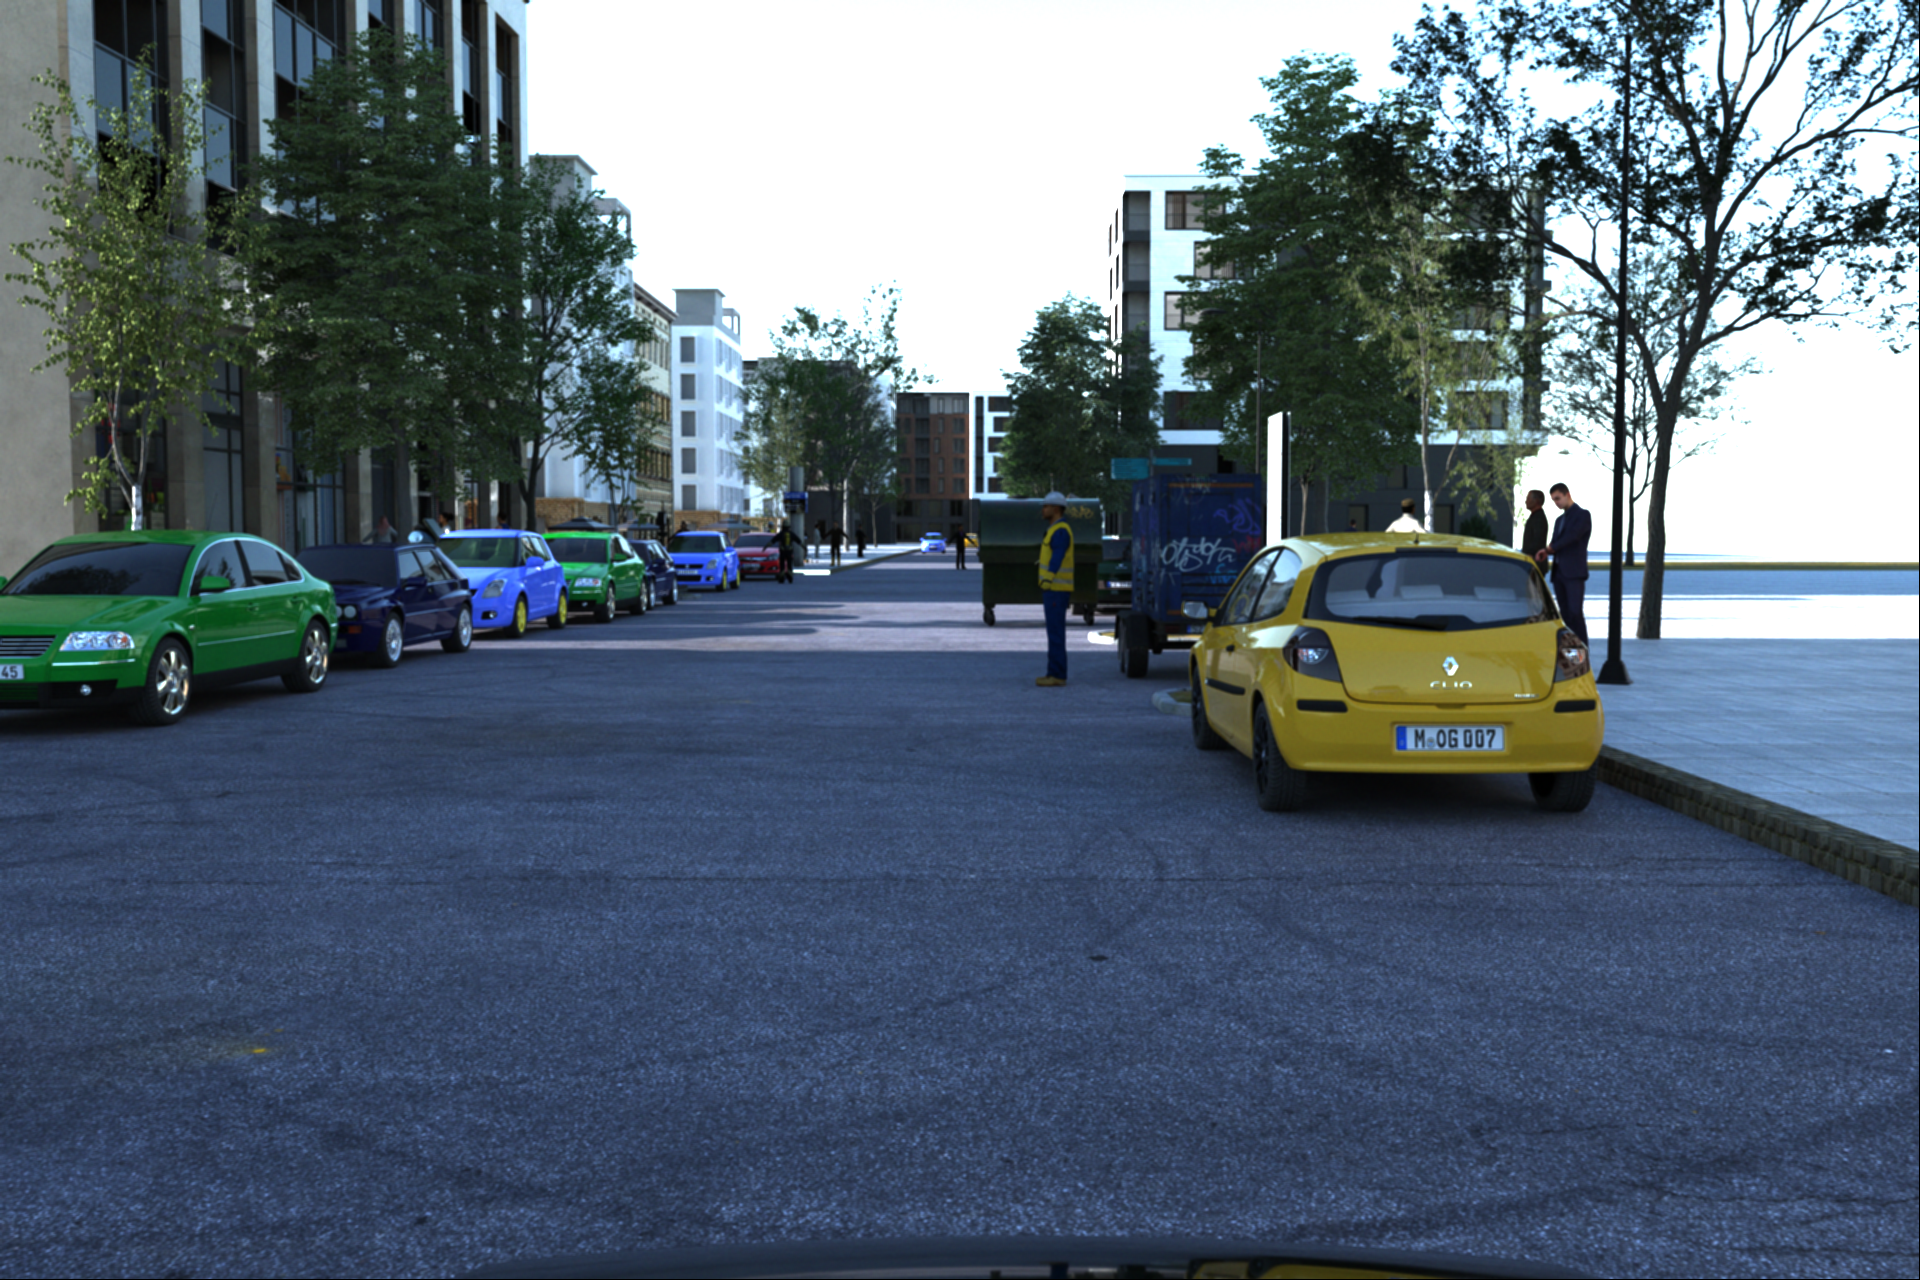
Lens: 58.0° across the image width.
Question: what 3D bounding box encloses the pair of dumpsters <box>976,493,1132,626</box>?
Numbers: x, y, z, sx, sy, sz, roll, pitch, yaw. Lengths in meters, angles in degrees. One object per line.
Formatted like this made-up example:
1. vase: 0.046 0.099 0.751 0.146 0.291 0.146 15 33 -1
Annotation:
1. pair of dumpsters: 2.476 -1.378 27.475 4.436 2.255 1.574 0 4 0

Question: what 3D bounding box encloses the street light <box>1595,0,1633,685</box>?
1. street light: 6.167 -2.579 14.711 1.470 5.913 1.316 0 4 1

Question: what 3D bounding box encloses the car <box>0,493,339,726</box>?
1. car: -6.735 -0.339 14.345 1.959 1.807 4.718 0 4 1

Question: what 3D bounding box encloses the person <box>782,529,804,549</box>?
1. person: -5.806 -2.985 57.383 1.348 1.813 0.705 0 4 4

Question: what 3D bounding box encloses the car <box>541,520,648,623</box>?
1. car: -6.485 -1.255 29.310 1.959 1.807 4.718 0 4 0

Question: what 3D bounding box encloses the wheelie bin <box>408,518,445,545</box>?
1. wheelie bin: -10.609 -1.634 34.628 0.693 1.594 0.980 0 4 0

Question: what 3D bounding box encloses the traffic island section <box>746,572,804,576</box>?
1. traffic island section: -6.475 -2.298 60.438 1.991 0.108 1.994 0 4 1

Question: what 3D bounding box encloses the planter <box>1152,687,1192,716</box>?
1. planter: 2.618 0.417 14.321 1.991 0.319 1.994 0 4 1

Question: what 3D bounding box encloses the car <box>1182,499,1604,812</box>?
1. car: 2.402 -0.009 10.364 2.015 1.641 3.980 0 4 0

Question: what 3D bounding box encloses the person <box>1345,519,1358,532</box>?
1. person: 11.277 -2.621 49.814 0.530 1.710 0.541 -1 4 -20

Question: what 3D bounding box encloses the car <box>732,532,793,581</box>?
1. car: -6.321 -2.790 54.657 2.155 1.783 4.494 0 4 0

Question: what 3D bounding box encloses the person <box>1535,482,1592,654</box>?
1. person: 5.626 -0.593 16.191 0.568 1.767 0.683 -1 4 -15

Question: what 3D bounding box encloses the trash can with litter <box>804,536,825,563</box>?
1. trash can with litter: -6.861 -4.102 78.122 1.678 1.210 2.233 0 4 2

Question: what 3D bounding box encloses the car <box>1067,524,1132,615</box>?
1. car: 2.813 -1.364 32.081 2.009 1.686 4.222 0 3 0

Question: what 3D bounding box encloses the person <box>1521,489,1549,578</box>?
1. person: 6.727 -0.868 20.364 0.705 1.807 1.348 1 4 17

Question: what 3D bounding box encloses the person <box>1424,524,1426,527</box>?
1. person: 11.923 -2.361 45.455 0.742 1.727 0.445 2 4 23

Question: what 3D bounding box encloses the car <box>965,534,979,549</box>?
1. car: 0.985 -9.248 161.432 2.015 1.641 3.980 0 4 0

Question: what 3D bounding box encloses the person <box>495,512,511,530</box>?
1. person: -10.870 -2.133 41.040 0.704 1.807 1.345 1 4 22

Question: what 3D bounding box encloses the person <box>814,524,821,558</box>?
1. person: -7.583 -5.271 92.367 0.705 1.806 1.347 -1 4 -15

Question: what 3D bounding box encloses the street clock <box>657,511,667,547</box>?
1. street clock: -9.517 -3.108 55.384 0.358 2.002 0.471 0 4 1

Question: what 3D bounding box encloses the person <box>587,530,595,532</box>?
1. person: -17.402 -4.573 81.487 1.216 1.740 0.721 -3 4 -39

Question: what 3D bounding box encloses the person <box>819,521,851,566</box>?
1. person: -4.999 -3.879 69.558 1.346 1.812 0.704 1 4 14

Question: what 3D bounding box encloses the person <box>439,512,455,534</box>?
1. person: -10.904 -1.810 36.371 0.721 1.739 1.217 -2 4 -28

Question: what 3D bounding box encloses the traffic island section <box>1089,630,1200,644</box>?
1. traffic island section: 2.743 -0.028 23.321 1.991 0.108 1.994 0 4 1

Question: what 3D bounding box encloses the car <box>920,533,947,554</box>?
1. car: -1.934 -7.226 127.741 1.945 1.707 3.694 0 4 1

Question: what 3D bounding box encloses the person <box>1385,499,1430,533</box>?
1. person: 6.833 -1.240 26.367 0.704 1.819 1.344 -3 5 -43

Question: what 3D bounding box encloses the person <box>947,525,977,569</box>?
1. person: 0.043 -3.790 70.650 1.346 1.802 0.704 -2 4 -29

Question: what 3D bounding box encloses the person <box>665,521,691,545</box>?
1. person: -9.530 -3.228 59.589 1.215 1.729 0.721 0 4 4

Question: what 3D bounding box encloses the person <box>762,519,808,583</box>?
1. person: -5.087 -2.587 50.540 1.354 1.856 0.705 -1 4 -16

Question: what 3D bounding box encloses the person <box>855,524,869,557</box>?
1. person: -5.447 -5.461 95.215 0.705 1.837 1.347 2 4 29

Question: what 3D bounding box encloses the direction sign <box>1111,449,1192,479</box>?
1. direction sign: 5.998 -3.981 53.858 2.525 3.948 1.411 0 4 0

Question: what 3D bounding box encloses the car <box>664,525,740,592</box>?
1. car: -6.630 -2.103 43.971 1.945 1.707 3.694 0 4 1

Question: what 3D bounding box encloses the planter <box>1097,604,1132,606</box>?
1. planter: 2.857 -0.871 35.376 1.991 0.319 1.994 0 4 1

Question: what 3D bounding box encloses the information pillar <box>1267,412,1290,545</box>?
1. information pillar: 6.277 -2.621 34.166 0.184 3.620 1.656 0 4 1

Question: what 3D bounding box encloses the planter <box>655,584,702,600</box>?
1. planter: -6.781 -1.053 38.351 1.991 0.319 1.994 0 4 1

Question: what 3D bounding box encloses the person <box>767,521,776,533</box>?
1. person: -7.344 -3.671 66.481 0.721 1.772 1.216 2 4 26

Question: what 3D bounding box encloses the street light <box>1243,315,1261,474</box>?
1. street light: 6.719 -3.870 35.814 1.470 5.913 1.316 0 4 1

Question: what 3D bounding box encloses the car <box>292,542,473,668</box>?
1. car: -6.868 -0.436 19.710 1.945 1.354 3.894 0 4 1

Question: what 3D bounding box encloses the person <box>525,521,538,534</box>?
1. person: -15.610 -3.462 62.735 0.704 1.817 1.347 2 4 27

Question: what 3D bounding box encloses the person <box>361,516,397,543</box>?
1. person: -16.581 -2.674 49.860 1.347 1.811 0.704 -1 4 -18

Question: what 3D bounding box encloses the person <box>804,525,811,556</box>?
1. person: -9.125 -5.806 101.110 0.705 1.806 1.347 -2 4 -35

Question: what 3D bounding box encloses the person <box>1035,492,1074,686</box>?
1. person: 0.874 -0.489 16.430 0.705 1.833 1.349 0 4 2
